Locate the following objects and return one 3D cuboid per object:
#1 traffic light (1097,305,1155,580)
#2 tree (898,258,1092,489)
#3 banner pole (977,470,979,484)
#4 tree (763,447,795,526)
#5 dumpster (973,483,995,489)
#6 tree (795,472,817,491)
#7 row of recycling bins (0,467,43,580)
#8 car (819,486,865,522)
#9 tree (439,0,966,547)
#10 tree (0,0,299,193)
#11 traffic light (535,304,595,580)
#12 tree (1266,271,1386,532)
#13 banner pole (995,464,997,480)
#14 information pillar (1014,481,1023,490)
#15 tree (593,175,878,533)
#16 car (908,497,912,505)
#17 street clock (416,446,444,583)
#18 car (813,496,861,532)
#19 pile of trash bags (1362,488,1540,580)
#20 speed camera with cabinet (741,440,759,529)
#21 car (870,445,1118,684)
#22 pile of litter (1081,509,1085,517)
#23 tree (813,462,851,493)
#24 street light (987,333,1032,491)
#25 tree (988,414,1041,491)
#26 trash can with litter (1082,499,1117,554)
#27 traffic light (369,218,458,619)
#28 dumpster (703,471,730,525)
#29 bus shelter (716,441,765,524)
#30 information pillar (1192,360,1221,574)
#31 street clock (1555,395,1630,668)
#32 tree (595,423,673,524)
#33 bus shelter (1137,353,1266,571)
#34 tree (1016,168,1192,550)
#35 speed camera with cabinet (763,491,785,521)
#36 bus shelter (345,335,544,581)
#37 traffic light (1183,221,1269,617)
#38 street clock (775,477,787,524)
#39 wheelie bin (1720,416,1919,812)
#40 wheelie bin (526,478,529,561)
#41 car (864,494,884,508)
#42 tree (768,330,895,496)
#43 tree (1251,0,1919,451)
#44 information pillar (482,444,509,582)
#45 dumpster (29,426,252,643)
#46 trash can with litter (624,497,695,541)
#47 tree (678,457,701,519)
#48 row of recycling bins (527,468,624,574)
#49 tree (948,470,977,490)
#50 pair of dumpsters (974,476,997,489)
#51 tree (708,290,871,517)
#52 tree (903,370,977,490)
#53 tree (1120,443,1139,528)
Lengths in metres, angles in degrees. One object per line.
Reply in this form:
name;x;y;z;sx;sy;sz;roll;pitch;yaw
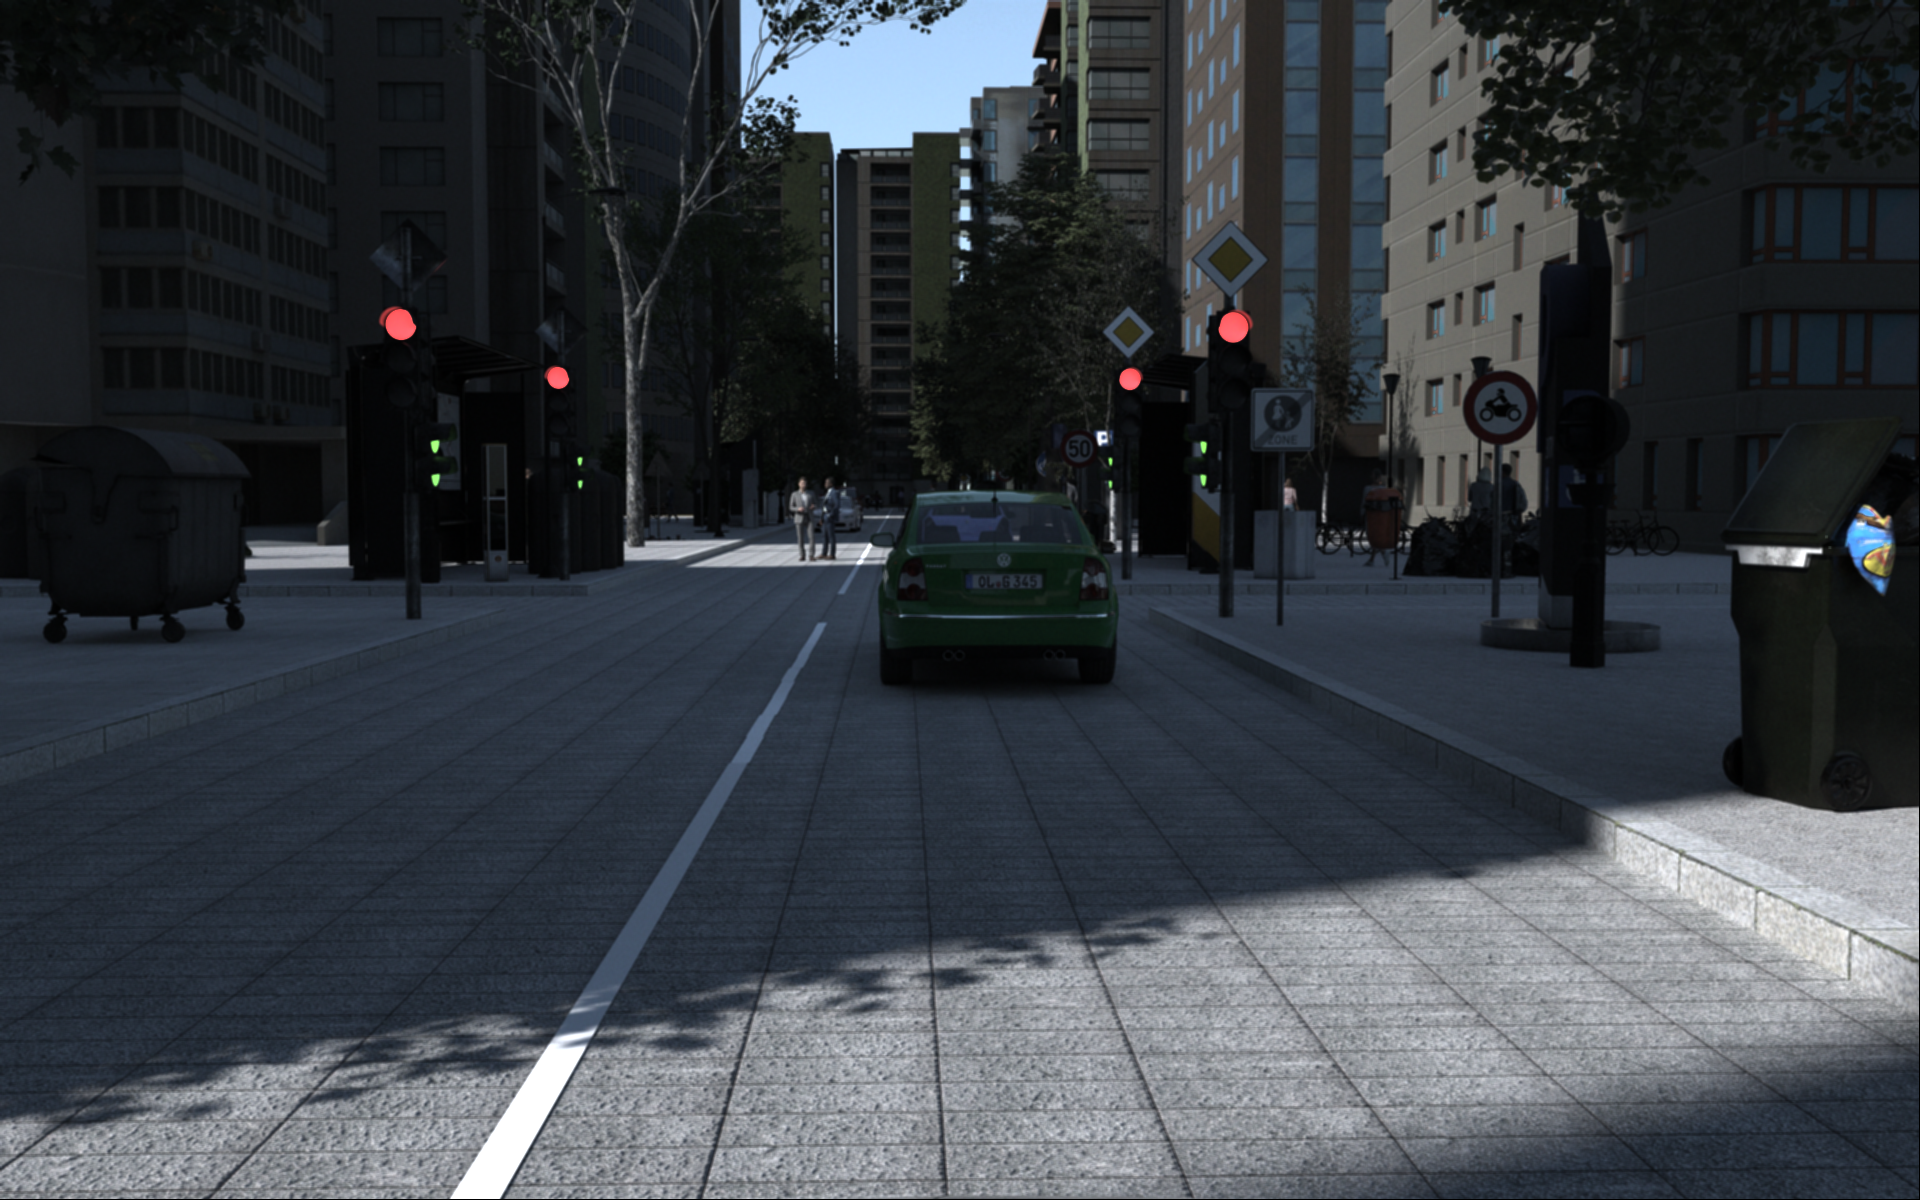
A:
traffic light;2.489;-2.265;25.954;0.839;4.253;0.868;0;4;-2
tree;1.908;-10.087;81.937;9.611;12.733;9.660;0;3;0
banner pole;1.008;-6.503;96.337;0.401;3.779;0.863;0;4;-4
tree;-7.767;-4.662;70.819;1.663;3.219;1.824;0;3;0
dumpster;1.270;-5.146;89.899;1.264;1.857;1.865;0;4;-2
tree;-10.008;-7.167;111.785;1.663;3.219;1.824;0;3;0
row of recycling bins;-13.173;-1.152;25.953;3.534;1.692;1.069;2;4;28
car;-5.906;-4.779;86.812;2.281;1.827;5.304;0;4;-2
tree;-6.690;-11.289;40.457;12.611;20.169;13.585;0;3;0
tree;-6.926;-5.414;5.529;9.611;12.733;9.660;0;3;0
traffic light;-5.867;-2.247;25.655;0.839;4.253;0.868;0;4;-2
tree;12.272;-6.594;58.168;4.360;8.622;3.978;0;3;0
banner pole;2.140;-6.637;98.534;0.401;3.779;0.863;2;4;24
information pillar;2.568;-4.379;76.094;0.304;2.012;0.304;-2;4;-34
tree;-8.332;-8.064;57.597;9.928;11.665;9.643;0;3;0
car;-3.599;-8.707;152.578;2.015;1.641;3.980;0;4;-2
street clock;-7.638;-1.244;24.916;0.358;2.002;0.471;1;4;17
car;-4.784;-3.296;66.250;2.083;1.381;4.827;0;4;-1
pile of trash bags;7.649;-1.046;26.850;3.447;1.369;1.912;-2;4;-29
speed camera with cabinet;-7.787;-4.275;64.237;0.660;3.252;2.038;0;4;-6
car;0.223;-0.345;14.435;1.959;1.807;4.718;0;4;-2
pile of litter;3.787;-2.463;54.228;1.719;0.858;1.176;1;4;8
tree;-11.174;-10.153;149.714;4.285;4.588;4.351;0;3;0
street light;1.488;-4.751;50.212;1.470;5.913;1.316;0;4;-2
tree;2.797;-4.988;65.265;4.285;4.588;4.351;0;3;0
trash can with litter;3.079;-1.604;37.607;0.624;1.170;1.055;-2;4;-24
traffic light;-5.595;-1.759;17.674;0.839;4.253;0.868;0;4;-2
dumpster;-9.980;-4.207;71.280;1.502;2.255;1.985;0;4;-2
bus shelter;-9.831;-5.265;77.358;1.731;3.624;6.357;0;4;-2
information pillar;3.967;-2.226;27.751;0.504;3.616;0.183;-1;4;-20
street clock;4.666;-0.505;12.821;0.471;2.002;0.358;3;5;45
tree;-14.130;-5.581;74.959;4.285;4.588;4.351;0;3;0
bus shelter;4.226;-2.495;32.077;1.731;3.624;6.357;0;4;-2
tree;3.461;-5.465;39.712;4.360;8.622;3.978;0;3;0
speed camera with cabinet;-9.382;-5.407;82.741;2.038;3.252;0.660;-3;4;-39
bus shelter;-8.355;-2.289;28.709;1.731;3.624;6.357;0;4;-2
traffic light;2.761;-1.777;17.974;0.839;4.253;0.868;0;4;-2
street clock;-7.777;-4.325;75.278;0.471;2.002;0.358;2;4;24
wheelie bin;3.674;0.037;7.297;0.693;1.594;0.980;-1;4;-13
wheelie bin;-8.470;-1.566;33.519;0.693;1.594;0.980;1;4;15
car;-8.695;-10.171;176.083;2.009;1.686;4.222;0;4;-1
tree;-9.956;-13.394;129.355;12.009;13.543;11.850;0;3;0
tree;4.377;-5.427;6.864;7.486;12.596;7.792;0;3;0
information pillar;-6.811;-1.278;25.385;0.304;2.012;0.304;-2;4;-27
dumpster;-7.317;-0.599;15.560;1.264;1.857;1.865;0;4;-2
trash can with litter;-8.493;-2.266;48.100;2.233;1.210;1.678;0;4;-6
tree;-13.605;-5.739;88.432;1.663;3.219;1.824;0;3;0
row of recycling bins;-6.428;-1.358;29.312;1.069;1.692;3.534;0;4;4
tree;-0.187;-11.038;130.827;4.360;8.622;3.978;0;3;0
pair of dumpsters;1.503;-5.546;93.175;1.574;2.255;4.437;0;4;-2
tree;-9.624;-10.963;96.256;9.611;12.733;9.660;0;3;0
tree;-0.877;-15.902;166.646;9.857;13.997;8.962;0;3;0
tree;6.692;-4.354;65.789;1.663;3.219;1.824;0;3;0
